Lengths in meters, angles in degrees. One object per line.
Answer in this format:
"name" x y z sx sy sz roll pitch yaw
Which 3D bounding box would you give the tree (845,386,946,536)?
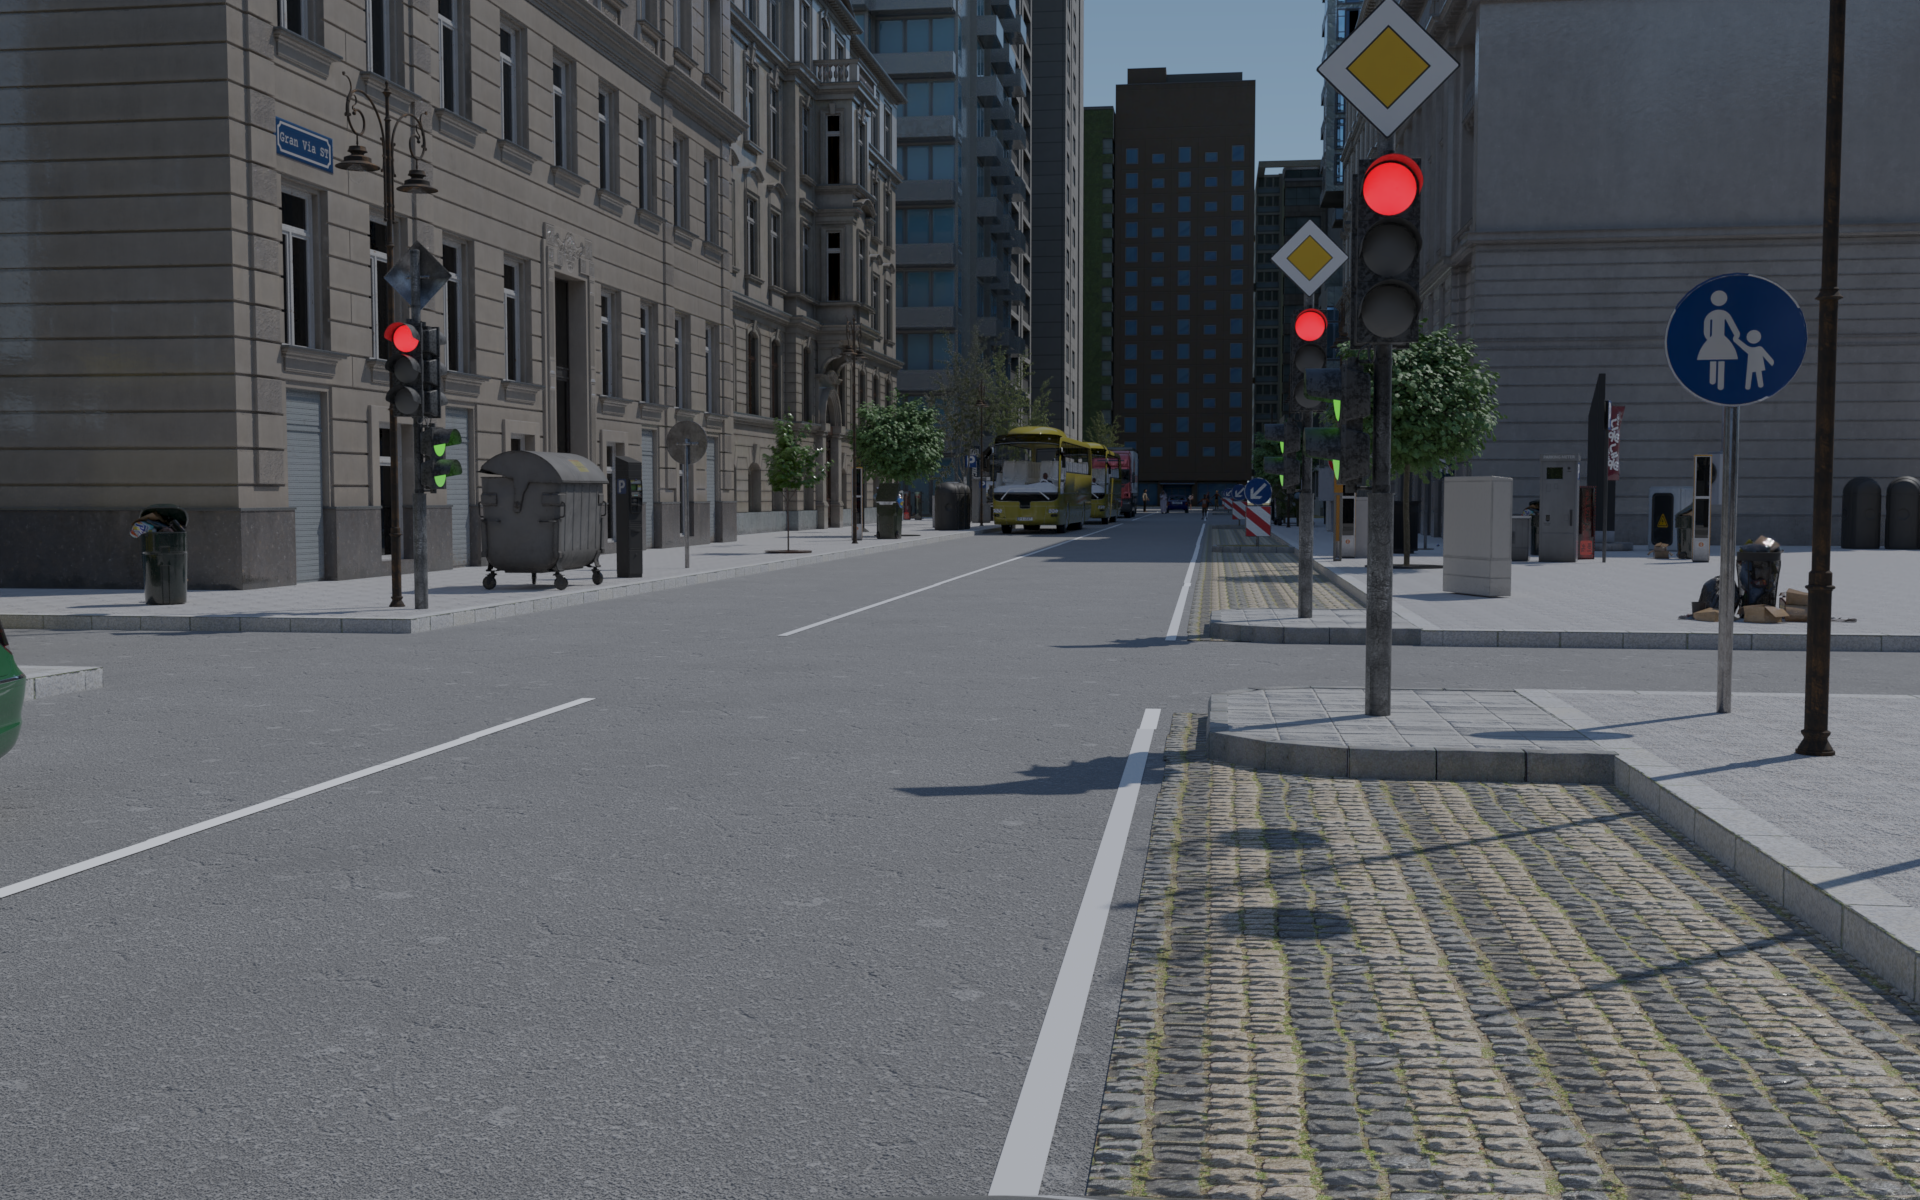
"tree" -1.909 -4.239 53.017 4.285 4.588 4.351 0 3 0

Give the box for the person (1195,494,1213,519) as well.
"person" 13.794 -5.257 97.718 1.065 1.426 0.557 2 4 24

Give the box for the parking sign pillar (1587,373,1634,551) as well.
"parking sign pillar" 14.584 -3.113 39.371 1.447 3.967 1.447 1 4 11

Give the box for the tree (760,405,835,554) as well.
"tree" -3.759 -2.626 37.542 1.663 3.219 1.824 0 3 0

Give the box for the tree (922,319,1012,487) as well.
"tree" 0.182 -7.530 73.476 4.360 8.622 3.978 0 3 0

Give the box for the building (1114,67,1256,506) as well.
"building" 24.012 -32.716 185.015 14.200 45.320 14.600 1 4 8

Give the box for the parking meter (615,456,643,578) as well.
"parking meter" -5.068 -1.274 26.547 0.399 1.863 0.255 3 5 43

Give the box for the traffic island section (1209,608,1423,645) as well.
"traffic island section" 3.601 0.264 17.963 2.009 0.180 2.903 1 4 8

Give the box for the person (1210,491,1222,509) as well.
"person" 23.661 -9.233 159.982 1.217 1.766 0.721 -2 4 -26

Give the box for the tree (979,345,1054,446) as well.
"tree" 2.544 -8.325 86.468 4.737 8.622 4.395 0 3 0

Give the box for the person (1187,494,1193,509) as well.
"person" 20.865 -8.879 156.867 0.799 1.438 0.628 2 4 28

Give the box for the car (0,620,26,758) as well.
"car" -5.261 0.378 5.618 2.131 1.459 4.920 0 4 8

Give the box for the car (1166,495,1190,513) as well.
"car" 16.495 -7.281 131.622 1.945 1.354 3.894 0 4 6

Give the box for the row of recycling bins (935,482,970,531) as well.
"row of recycling bins" -0.218 -3.389 62.521 1.069 1.692 3.534 1 4 9

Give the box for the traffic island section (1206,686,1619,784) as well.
"traffic island section" 2.448 0.747 10.061 2.009 0.180 2.903 1 4 8

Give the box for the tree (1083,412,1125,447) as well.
"tree" 12.795 -12.363 152.501 4.737 8.622 4.395 0 3 0

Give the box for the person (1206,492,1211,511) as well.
"person" 20.841 -8.288 145.481 0.415 1.643 0.593 0 4 8

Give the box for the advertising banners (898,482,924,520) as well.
"advertising banners" -2.611 -5.468 85.589 2.074 3.025 0.090 3 5 40

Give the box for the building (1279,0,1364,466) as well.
"building" 36.543 -50.067 131.262 22.319 86.520 31.000 1 4 8

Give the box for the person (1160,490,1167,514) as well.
"person" 14.710 -7.107 125.375 0.551 1.740 0.621 0 4 -7

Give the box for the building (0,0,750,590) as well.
"building" -13.374 -14.539 34.979 12.463 27.353 25.104 1 4 8

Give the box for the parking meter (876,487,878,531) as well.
"parking meter" -2.620 -3.045 58.199 0.372 1.533 0.369 0 3 0

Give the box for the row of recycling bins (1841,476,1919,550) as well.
"row of recycling bins" 22.343 -2.010 39.980 3.534 1.692 1.069 1 4 23

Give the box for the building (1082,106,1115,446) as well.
"building" 9.964 -30.778 186.812 14.086 41.232 14.154 1 4 8

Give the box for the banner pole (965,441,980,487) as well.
"banner pole" 0.508 -5.448 79.086 0.863 3.779 0.401 0 4 6

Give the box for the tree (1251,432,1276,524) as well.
"tree" 14.097 -5.600 75.279 4.285 4.588 4.351 0 3 0

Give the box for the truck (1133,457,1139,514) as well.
"truck" 11.314 -8.212 123.187 2.839 4.237 11.283 0 4 7

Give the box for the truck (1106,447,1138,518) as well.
"truck" 9.466 -7.168 106.111 2.839 4.237 11.283 0 4 8

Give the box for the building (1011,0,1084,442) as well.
"building" 0.263 -43.932 156.545 20.611 71.187 20.563 1 4 8

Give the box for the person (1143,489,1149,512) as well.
"person" 14.613 -7.832 136.555 0.705 1.823 1.348 2 4 23

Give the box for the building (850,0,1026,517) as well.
"building" -7.717 -30.005 110.192 23.786 49.044 30.456 1 4 8

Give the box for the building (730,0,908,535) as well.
"building" -10.433 -15.029 64.805 14.460 24.649 34.723 1 4 8

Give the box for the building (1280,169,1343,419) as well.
"building" 35.905 -23.493 155.815 14.160 30.474 14.107 1 4 8

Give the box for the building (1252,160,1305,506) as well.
"building" 44.067 -30.488 190.359 23.993 40.220 32.217 1 4 8

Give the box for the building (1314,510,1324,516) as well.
"building" 38.010 -25.244 104.617 32.217 40.220 23.993 1 4 8

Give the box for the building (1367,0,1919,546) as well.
"building" 20.420 -12.971 53.873 13.314 21.916 24.055 1 4 8

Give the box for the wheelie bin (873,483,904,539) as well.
"wheelie bin" -2.025 -2.541 49.459 0.980 1.594 0.693 1 4 18

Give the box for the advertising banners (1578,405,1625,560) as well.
"advertising banners" 12.221 -2.304 33.857 2.074 3.025 0.090 -2 4 -26

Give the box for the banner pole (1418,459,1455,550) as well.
"banner pole" 10.951 -3.043 39.769 0.863 3.779 0.401 1 4 15

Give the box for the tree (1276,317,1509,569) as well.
"tree" 7.822 -2.848 30.272 4.285 4.588 4.351 0 3 0

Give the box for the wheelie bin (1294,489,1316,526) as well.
"wheelie bin" 13.629 -3.710 68.569 0.693 1.594 0.980 3 4 36

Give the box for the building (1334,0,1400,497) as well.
"building" 23.928 -17.174 78.064 12.463 27.353 25.104 1 4 8
